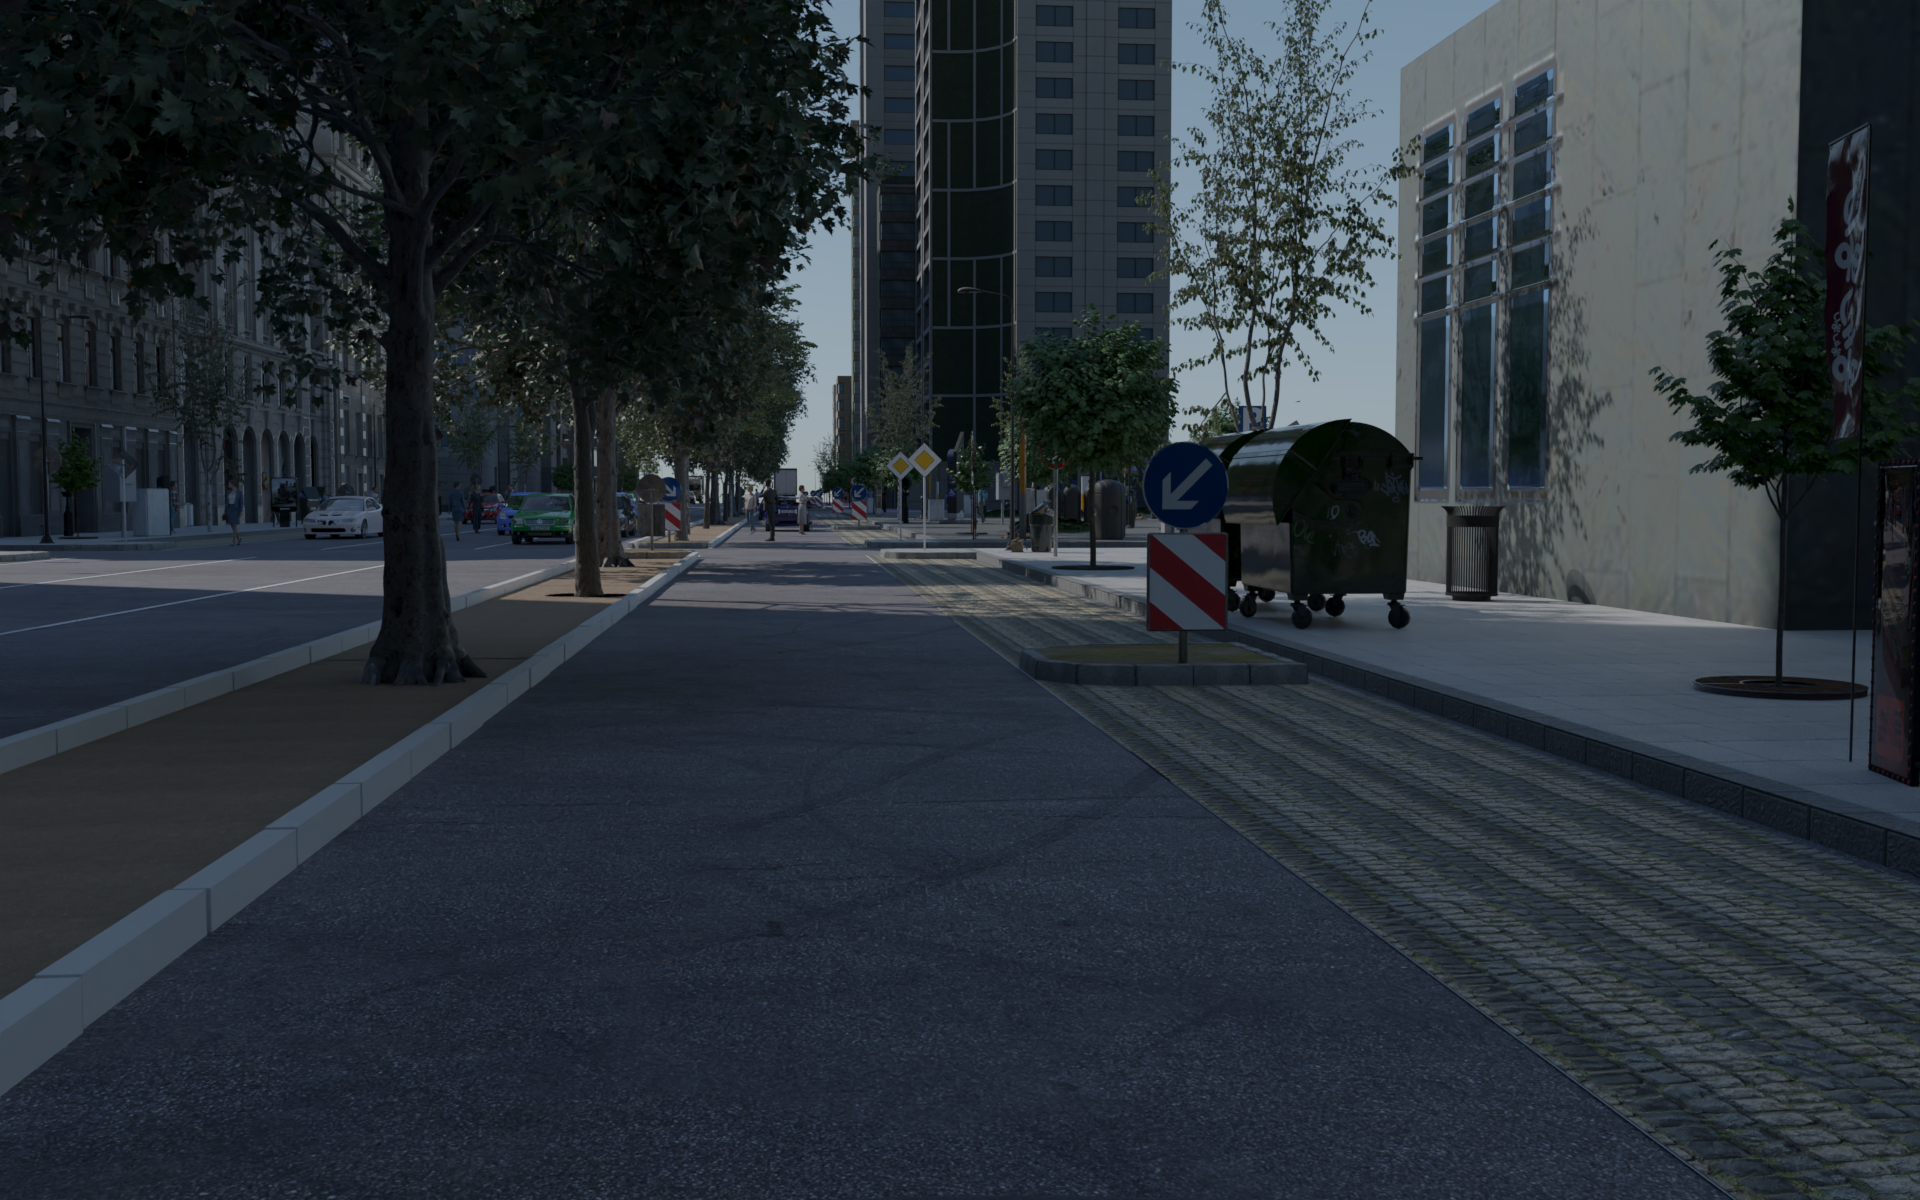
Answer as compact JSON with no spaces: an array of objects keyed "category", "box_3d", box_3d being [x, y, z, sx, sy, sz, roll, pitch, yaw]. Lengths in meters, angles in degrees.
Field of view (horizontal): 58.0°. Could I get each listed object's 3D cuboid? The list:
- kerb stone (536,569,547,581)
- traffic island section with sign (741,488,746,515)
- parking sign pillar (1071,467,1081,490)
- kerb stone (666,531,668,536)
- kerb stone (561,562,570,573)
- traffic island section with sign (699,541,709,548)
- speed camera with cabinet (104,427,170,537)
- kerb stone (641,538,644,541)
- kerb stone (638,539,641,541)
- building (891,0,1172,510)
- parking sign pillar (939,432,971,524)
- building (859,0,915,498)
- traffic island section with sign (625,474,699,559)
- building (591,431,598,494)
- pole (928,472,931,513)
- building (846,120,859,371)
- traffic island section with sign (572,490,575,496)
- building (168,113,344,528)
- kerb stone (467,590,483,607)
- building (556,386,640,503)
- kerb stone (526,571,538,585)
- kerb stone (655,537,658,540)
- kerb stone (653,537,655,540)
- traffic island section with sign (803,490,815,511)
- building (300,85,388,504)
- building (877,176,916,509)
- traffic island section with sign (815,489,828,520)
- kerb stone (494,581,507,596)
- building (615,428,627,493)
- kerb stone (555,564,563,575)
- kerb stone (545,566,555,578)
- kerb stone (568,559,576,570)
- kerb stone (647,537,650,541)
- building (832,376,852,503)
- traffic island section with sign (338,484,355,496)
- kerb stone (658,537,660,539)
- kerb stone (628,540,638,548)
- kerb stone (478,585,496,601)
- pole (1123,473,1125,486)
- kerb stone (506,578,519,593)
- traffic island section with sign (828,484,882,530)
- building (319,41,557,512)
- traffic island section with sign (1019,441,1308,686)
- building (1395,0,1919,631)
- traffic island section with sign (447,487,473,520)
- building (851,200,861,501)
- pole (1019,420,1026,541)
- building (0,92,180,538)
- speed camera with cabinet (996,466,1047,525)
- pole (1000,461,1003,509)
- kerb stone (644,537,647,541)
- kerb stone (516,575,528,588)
[{"category":"kerb stone","box_3d":[-6.941,-0.377,28.366,0.120,0.150,1.000,0,4,-6]},{"category":"traffic island section with sign","box_3d":[-15.375,-6.906,121.045,2.006,1.907,1.989,0,4,-6]},{"category":"parking sign pillar","box_3d":[7.065,-7.138,105.184,1.447,3.967,1.447,1,4,16]},{"category":"kerb stone","box_3d":[-10.017,-2.220,58.493,0.120,0.150,1.000,0,4,-6]},{"category":"kerb stone","box_3d":[-7.251,-0.564,31.418,0.120,0.150,1.000,0,4,-6]},{"category":"traffic island section with sign","box_3d":[-7.727,-2.334,46.295,2.006,1.907,1.989,0,4,-6]},{"category":"speed camera with cabinet","box_3d":[-24.716,-3.528,52.021,0.660,3.252,2.038,1,4,16]},{"category":"kerb stone","box_3d":[-8.975,-1.598,48.315,0.120,0.150,1.000,0,4,-6]},{"category":"kerb stone","box_3d":[-8.872,-1.531,47.291,0.120,0.150,1.000,0,4,-6]},{"category":"building","box_3d":[5.081,-43.053,142.173,20.563,71.187,20.611,0,4,-6]},{"category":"parking sign pillar","box_3d":[-0.186,-5.268,74.607,1.447,3.967,1.447,1,4,14]},{"category":"building","box_3d":[0.017,-39.094,181.189,21.231,58.520,28.212,0,4,-6]},{"category":"traffic island section with sign","box_3d":[-6.984,-1.883,38.925,2.006,1.907,1.989,0,4,-6]},{"category":"building","box_3d":[-56.473,-36.666,219.099,23.786,49.044,30.456,0,4,-6]},{"category":"pole","box_3d":[-2.094,-7.697,119.688,0.158,3.312,0.155,0,3,0]},{"category":"building","box_3d":[-1.127,-39.783,239.691,28.713,52.752,27.495,0,4,-6]},{"category":"traffic island section with sign","box_3d":[-31.951,-8.304,144.396,1.989,1.847,2.006,0,4,-6]},{"category":"building","box_3d":[-36.693,-14.332,76.120,13.314,21.916,24.055,0,4,-6]},{"category":"kerb stone","box_3d":[-6.303,0.001,22.233,0.120,0.150,1.000,0,4,-6]},{"category":"building","box_3d":[-55.541,-35.135,258.044,14.154,41.232,14.086,0,4,-6]},{"category":"kerb stone","box_3d":[-6.835,-0.313,27.338,0.120,0.150,1.000,0,4,-6]},{"category":"kerb stone","box_3d":[-9.499,-1.909,53.410,0.120,0.150,1.000,0,4,-6]},{"category":"kerb stone","box_3d":[-9.398,-1.847,52.393,0.120,0.150,1.000,0,4,-6]},{"category":"traffic island section with sign","box_3d":[-12.030,-8.425,146.380,1.989,1.847,2.006,0,4,-6]},{"category":"building","box_3d":[-38.967,-18.540,100.384,12.463,27.353,25.104,0,4,-6]},{"category":"building","box_3d":[-0.743,-23.767,160.292,14.160,30.474,14.107,0,4,-6]},{"category":"traffic island section with sign","box_3d":[-6.949,-5.379,96.573,1.989,1.847,2.006,0,4,-6]},{"category":"kerb stone","box_3d":[-6.522,-0.126,24.266,0.120,0.150,1.000,0,4,-6]},{"category":"building","box_3d":[-54.598,-36.255,242.873,14.600,45.320,14.200,0,4,-6]},{"category":"kerb stone","box_3d":[-7.143,-0.502,30.401,0.120,0.150,1.000,0,4,-6]},{"category":"kerb stone","box_3d":[-7.043,-0.440,29.384,0.120,0.150,1.000,0,4,-6]},{"category":"kerb stone","box_3d":[-7.354,-0.625,32.445,0.120,0.150,1.000,0,4,-6]},{"category":"kerb stone","box_3d":[-9.184,-1.722,50.352,0.120,0.150,1.000,0,4,-6]},{"category":"building","box_3d":[-5.560,-25.899,268.483,27.650,21.520,28.899,0,4,-6]},{"category":"traffic island section with sign","box_3d":[-24.139,-3.628,67.942,1.989,1.847,2.006,0,4,-6]},{"category":"kerb stone","box_3d":[-9.605,-1.971,54.426,0.120,0.150,1.000,0,4,-6]},{"category":"kerb stone","box_3d":[-8.772,-1.468,46.271,0.120,0.150,1.000,0,4,-6]},{"category":"kerb stone","box_3d":[-6.413,-0.064,23.249,0.120,0.150,1.000,0,4,-6]},{"category":"pole","box_3d":[10.542,-7.207,111.679,0.158,3.312,0.155,0,3,0]},{"category":"kerb stone","box_3d":[-6.619,-0.189,25.290,0.120,0.150,1.000,0,4,-6]},{"category":"traffic island section with sign","box_3d":[-4.200,-3.734,69.675,1.989,1.847,2.006,0,4,-6]},{"category":"building","box_3d":[-49.966,-37.753,159.258,21.231,58.520,28.212,0,4,-6]},{"category":"traffic island section with sign","box_3d":[1.518,-0.316,13.799,1.989,1.847,2.006,0,4,-6]},{"category":"building","box_3d":[19.340,-42.636,9.771,22.319,86.520,31.000,0,4,-6]},{"category":"traffic island section with sign","box_3d":[-26.881,-5.268,94.758,1.989,1.847,2.006,0,4,-6]},{"category":"building","box_3d":[-6.737,-32.723,218.612,14.154,41.232,14.086,0,4,-6]},{"category":"pole","box_3d":[1.722,-3.282,47.506,0.158,3.312,0.155,0,3,0]},{"category":"building","box_3d":[-33.133,-12.607,55.279,9.793,20.994,18.267,0,4,-6]},{"category":"speed camera with cabinet","box_3d":[2.540,-4.730,71.678,2.038,3.252,0.660,-1,4,-11]},{"category":"pole","box_3d":[2.560,-6.928,107.108,0.158,3.312,0.155,0,3,0]},{"category":"kerb stone","box_3d":[-9.084,-1.659,49.331,0.120,0.150,1.000,0,4,-6]},{"category":"kerb stone","box_3d":[-6.732,-0.249,26.307,0.120,0.150,1.000,0,4,-6]}]
